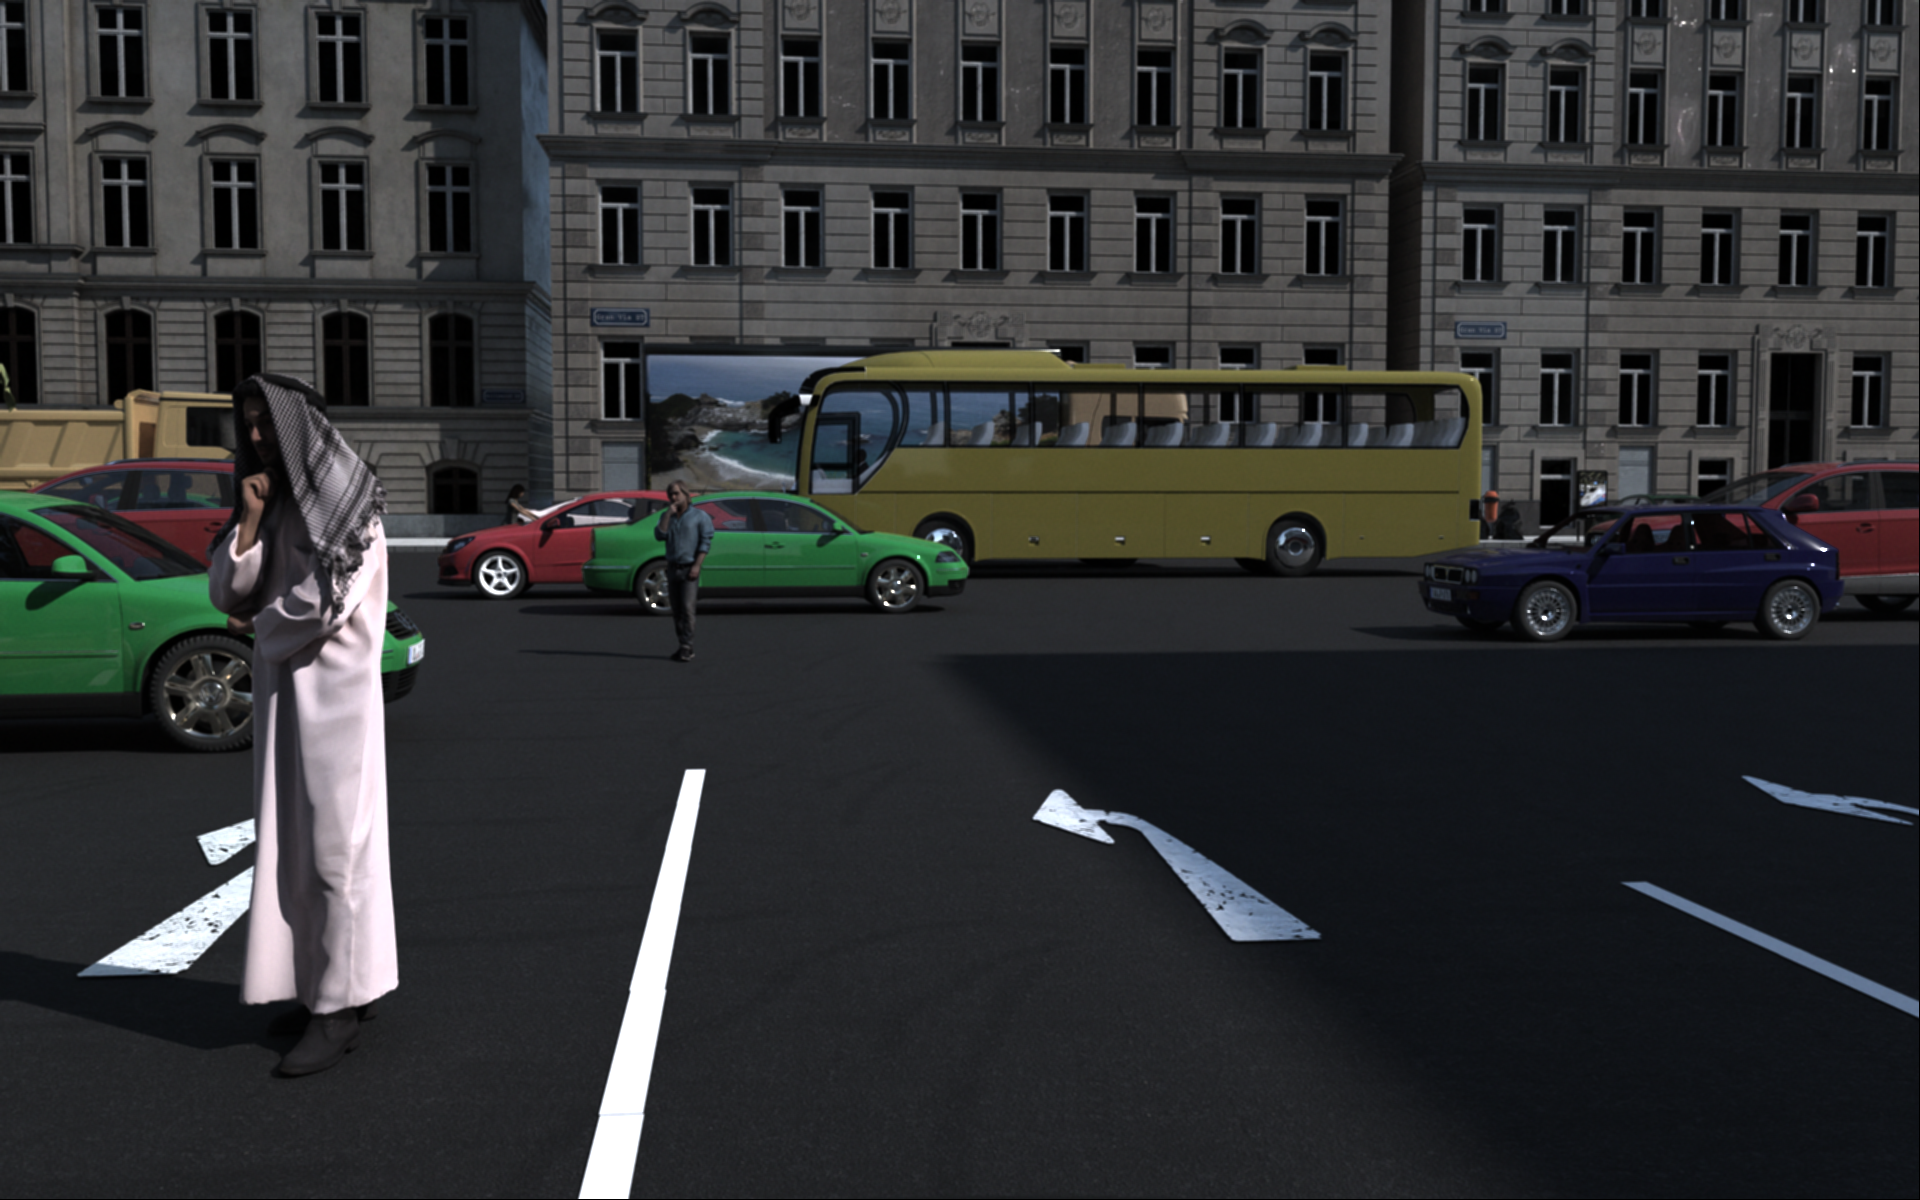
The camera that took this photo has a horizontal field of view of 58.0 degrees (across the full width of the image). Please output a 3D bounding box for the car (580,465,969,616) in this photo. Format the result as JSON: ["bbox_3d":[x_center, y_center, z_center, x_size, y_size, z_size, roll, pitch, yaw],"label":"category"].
[{"bbox_3d":[-2.249,-0.763,21.274,4.718,1.807,1.959,-1,4,-8],"label":"car"}]

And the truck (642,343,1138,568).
[{"bbox_3d":[-0.471,-2.765,34.121,11.283,4.237,2.839,-1,4,-8],"label":"truck"}]

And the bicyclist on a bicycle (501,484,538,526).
[{"bbox_3d":[-8.046,-1.330,31.768,1.625,1.676,1.499,0,4,-5],"label":"bicyclist on a bicycle"}]

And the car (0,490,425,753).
[{"bbox_3d":[-5.615,-0.083,10.160,4.718,1.807,1.959,-1,4,-8],"label":"car"}]

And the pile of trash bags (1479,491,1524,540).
[{"bbox_3d":[15.210,-2.447,49.763,1.912,1.369,3.447,1,4,17],"label":"pile of trash bags"}]

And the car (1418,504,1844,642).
[{"bbox_3d":[6.760,-0.309,17.626,3.894,1.354,1.945,0,4,-6],"label":"car"}]

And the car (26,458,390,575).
[{"bbox_3d":[-9.047,-0.629,18.964,5.304,1.827,2.281,-1,4,-8],"label":"car"}]

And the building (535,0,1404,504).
[{"bbox_3d":[-0.051,-15.747,54.730,25.104,27.353,12.463,0,4,-7],"label":"building"}]

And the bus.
[{"bbox_3d":[2.808,-2.379,30.448,12.252,3.916,2.896,0,4,-6],"label":"bus"}]

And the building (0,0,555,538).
[{"bbox_3d":[-29.963,-14.312,53.079,34.723,24.649,14.460,0,4,-7],"label":"building"}]

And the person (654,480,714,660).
[{"bbox_3d":[-2.386,-0.262,15.004,0.429,1.552,0.499,-3,5,-45],"label":"person"}]

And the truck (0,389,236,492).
[{"bbox_3d":[-16.697,-2.278,33.169,9.791,3.379,3.469,0,4,-8],"label":"truck"}]

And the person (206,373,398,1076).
[{"bbox_3d":[-1.721,0.284,4.528,0.551,1.740,0.621,1,4,17],"label":"person"}]

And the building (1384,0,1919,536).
[{"bbox_3d":[25.178,-15.980,58.542,25.104,27.353,12.463,0,4,-7],"label":"building"}]

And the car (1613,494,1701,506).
[{"bbox_3d":[16.024,-1.668,39.067,2.131,1.459,4.920,0,4,-6],"label":"car"}]

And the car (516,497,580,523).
[{"bbox_3d":[-8.379,-1.798,41.764,4.827,1.381,2.083,0,4,-8],"label":"car"}]

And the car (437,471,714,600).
[{"bbox_3d":[-5.050,-0.938,24.384,4.494,1.783,2.155,0,4,-8],"label":"car"}]

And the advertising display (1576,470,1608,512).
[{"bbox_3d":[17.184,-2.564,47.137,0.974,1.923,0.123,-1,4,-21],"label":"advertising display"}]

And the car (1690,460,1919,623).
[{"bbox_3d":[9.915,-0.702,20.154,5.304,1.827,2.281,0,4,-5],"label":"car"}]

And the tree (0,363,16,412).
[{"bbox_3d":[-4.941,-3.238,5.764,4.737,8.622,4.395,0,3,0],"label":"tree"}]
